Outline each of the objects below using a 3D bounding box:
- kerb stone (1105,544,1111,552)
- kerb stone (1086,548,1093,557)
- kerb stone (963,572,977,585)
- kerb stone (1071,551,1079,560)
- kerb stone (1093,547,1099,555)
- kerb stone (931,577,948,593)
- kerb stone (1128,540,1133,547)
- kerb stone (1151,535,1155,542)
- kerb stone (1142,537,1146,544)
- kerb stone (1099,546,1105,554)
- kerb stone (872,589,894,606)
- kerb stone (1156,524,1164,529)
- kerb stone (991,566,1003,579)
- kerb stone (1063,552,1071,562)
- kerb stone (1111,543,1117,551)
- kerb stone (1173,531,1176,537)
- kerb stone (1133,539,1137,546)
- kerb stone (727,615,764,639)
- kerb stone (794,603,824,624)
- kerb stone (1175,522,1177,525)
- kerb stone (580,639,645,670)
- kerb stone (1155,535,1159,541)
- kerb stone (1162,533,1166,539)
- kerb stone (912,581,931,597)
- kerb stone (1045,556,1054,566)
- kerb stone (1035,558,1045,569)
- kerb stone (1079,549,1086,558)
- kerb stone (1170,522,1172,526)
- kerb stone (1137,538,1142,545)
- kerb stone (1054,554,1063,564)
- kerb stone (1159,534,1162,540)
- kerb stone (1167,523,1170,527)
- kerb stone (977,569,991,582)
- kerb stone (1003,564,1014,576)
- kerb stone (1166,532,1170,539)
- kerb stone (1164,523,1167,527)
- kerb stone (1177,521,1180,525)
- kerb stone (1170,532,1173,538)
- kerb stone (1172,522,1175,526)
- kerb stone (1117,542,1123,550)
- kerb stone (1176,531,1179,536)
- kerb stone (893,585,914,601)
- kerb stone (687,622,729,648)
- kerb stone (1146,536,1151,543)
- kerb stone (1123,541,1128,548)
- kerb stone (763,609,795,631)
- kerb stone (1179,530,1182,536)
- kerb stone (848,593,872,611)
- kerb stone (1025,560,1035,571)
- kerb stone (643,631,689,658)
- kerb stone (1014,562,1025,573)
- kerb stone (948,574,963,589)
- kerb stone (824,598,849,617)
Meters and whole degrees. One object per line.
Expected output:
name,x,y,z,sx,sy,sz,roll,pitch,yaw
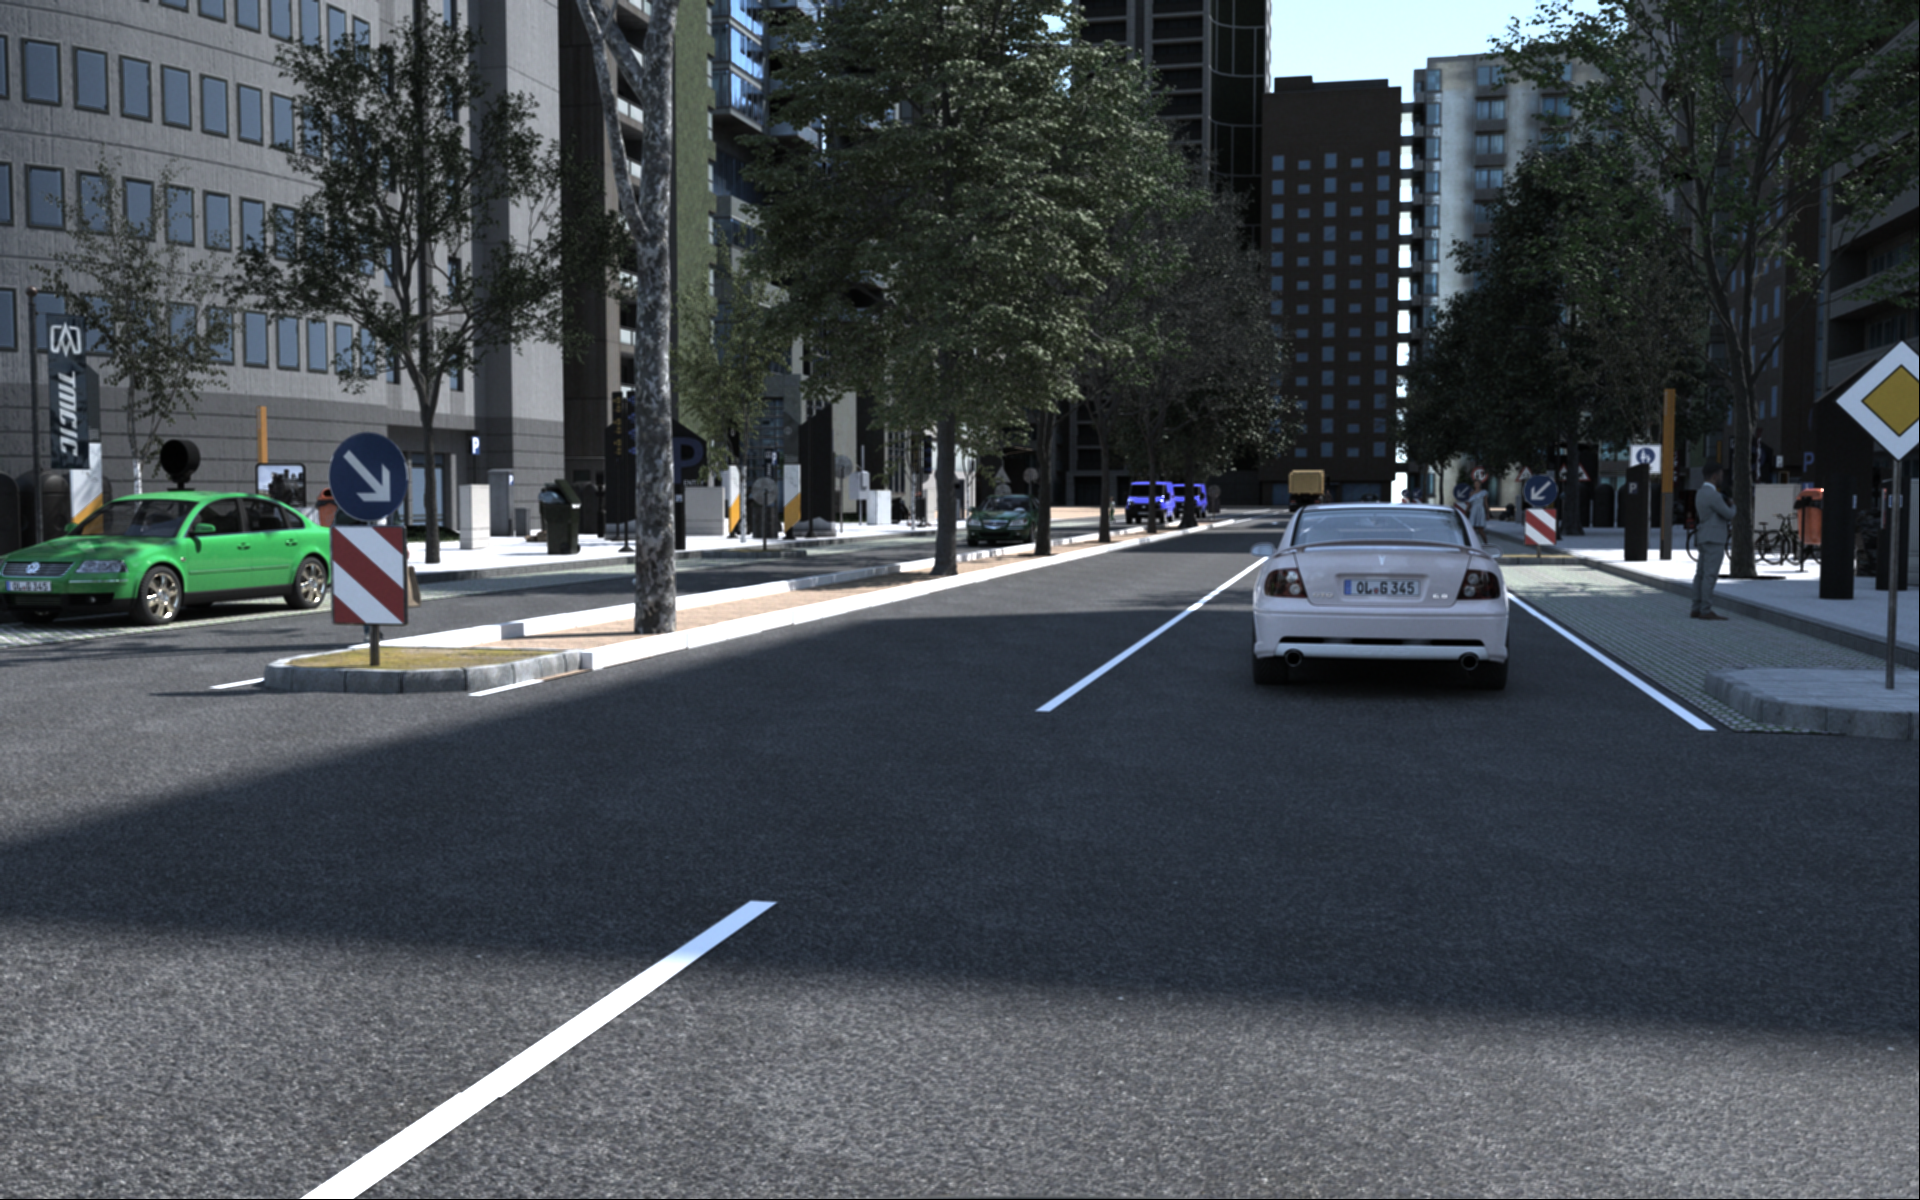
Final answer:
kerb stone,3.522,-1.244,42.541,0.120,0.150,1.000,1,4,13
kerb stone,2.841,-1.061,39.547,0.120,0.150,1.000,1,4,13
kerb stone,0.064,-0.327,27.541,0.120,0.150,1.000,1,4,13
kerb stone,2.379,-0.939,37.552,0.120,0.150,1.000,1,4,13
kerb stone,3.065,-1.122,40.547,0.120,0.150,1.000,1,4,13
kerb stone,-0.395,-0.204,25.531,0.120,0.150,1.000,1,4,13
kerb stone,4.447,-1.488,46.529,0.120,0.150,1.000,1,4,13
kerb stone,5.606,-1.794,51.523,0.120,0.150,1.000,1,4,13
kerb stone,5.133,-1.672,49.529,0.120,0.150,1.000,1,4,13
kerb stone,3.290,-1.183,41.545,0.120,0.150,1.000,1,4,13
kerb stone,-1.084,-0.020,22.542,0.120,0.150,1.000,1,4,13
kerb stone,8.397,-3.107,72.994,0.120,0.150,1.000,1,4,13
kerb stone,0.528,-0.446,29.542,0.120,0.150,1.000,1,4,13
kerb stone,2.143,-0.878,36.558,0.120,0.150,1.000,1,4,13
kerb stone,3.760,-1.304,43.535,0.120,0.150,1.000,1,4,13
kerb stone,6.983,-2.160,57.510,0.120,0.150,1.000,1,4,13
kerb stone,4.677,-1.549,47.526,0.120,0.150,1.000,1,4,13
kerb stone,-2.237,0.284,17.552,0.120,0.150,1.000,1,4,13
kerb stone,-1.773,0.162,19.546,0.120,0.150,1.000,1,4,13
kerb stone,9.572,-3.414,78.014,0.120,0.150,1.000,1,4,13
kerb stone,-2.928,0.467,14.562,0.120,0.150,1.000,1,4,13
kerb stone,5.834,-1.852,52.520,0.120,0.150,1.000,1,4,13
kerb stone,6.292,-1.974,54.519,0.120,0.150,1.000,1,4,13
kerb stone,-0.625,-0.143,24.534,0.120,0.150,1.000,1,4,13
kerb stone,1.680,-0.755,34.542,0.120,0.150,1.000,1,4,13
kerb stone,1.449,-0.692,33.547,0.120,0.150,1.000,1,4,13
kerb stone,2.603,-1.000,38.552,0.120,0.150,1.000,1,4,13
kerb stone,9.092,-3.291,76.007,0.120,0.150,1.000,1,4,13
kerb stone,4.908,-1.610,48.526,0.120,0.150,1.000,1,4,13
kerb stone,1.918,-0.815,35.540,0.120,0.150,1.000,1,4,13
kerb stone,6.058,-1.916,53.518,0.120,0.150,1.000,1,4,13
kerb stone,8.868,-3.229,74.997,0.120,0.150,1.000,1,4,13
kerb stone,0.301,-0.388,28.536,0.120,0.150,1.000,1,4,13
kerb stone,0.756,-0.510,30.538,0.120,0.150,1.000,1,4,13
kerb stone,6.525,-2.038,55.514,0.120,0.150,1.000,1,4,13
kerb stone,8.632,-3.168,73.990,0.120,0.150,1.000,1,4,13
kerb stone,9.789,-3.471,79.014,0.120,0.150,1.000,1,4,13
kerb stone,6.753,-2.097,56.514,0.120,0.150,1.000,1,4,13
kerb stone,9.328,-3.353,77.021,0.120,0.150,1.000,1,4,13
kerb stone,3.991,-1.365,44.535,0.120,0.150,1.000,1,4,13
kerb stone,7.213,-2.221,58.506,0.120,0.150,1.000,1,4,13
kerb stone,-0.850,-0.082,23.537,0.120,0.150,1.000,1,4,13
kerb stone,-2.466,0.350,16.555,0.120,0.150,1.000,1,4,13
kerb stone,5.371,-1.727,50.529,0.120,0.150,1.000,1,4,13
kerb stone,4.213,-1.427,45.534,0.120,0.150,1.000,1,4,13
kerb stone,-2.013,0.223,18.549,0.120,0.150,1.000,1,4,13
kerb stone,7.446,-2.282,59.501,0.120,0.150,1.000,1,4,13
kerb stone,-1.316,0.040,21.546,0.120,0.150,1.000,1,4,13
kerb stone,1.217,-0.633,32.538,0.120,0.150,1.000,1,4,13
kerb stone,-2.705,0.408,15.560,0.120,0.150,1.000,1,4,13
kerb stone,0.984,-0.572,31.542,0.120,0.150,1.000,1,4,13
kerb stone,-0.164,-0.265,26.536,0.120,0.150,1.000,1,4,13
kerb stone,-1.543,0.102,20.550,0.120,0.150,1.000,1,4,13
